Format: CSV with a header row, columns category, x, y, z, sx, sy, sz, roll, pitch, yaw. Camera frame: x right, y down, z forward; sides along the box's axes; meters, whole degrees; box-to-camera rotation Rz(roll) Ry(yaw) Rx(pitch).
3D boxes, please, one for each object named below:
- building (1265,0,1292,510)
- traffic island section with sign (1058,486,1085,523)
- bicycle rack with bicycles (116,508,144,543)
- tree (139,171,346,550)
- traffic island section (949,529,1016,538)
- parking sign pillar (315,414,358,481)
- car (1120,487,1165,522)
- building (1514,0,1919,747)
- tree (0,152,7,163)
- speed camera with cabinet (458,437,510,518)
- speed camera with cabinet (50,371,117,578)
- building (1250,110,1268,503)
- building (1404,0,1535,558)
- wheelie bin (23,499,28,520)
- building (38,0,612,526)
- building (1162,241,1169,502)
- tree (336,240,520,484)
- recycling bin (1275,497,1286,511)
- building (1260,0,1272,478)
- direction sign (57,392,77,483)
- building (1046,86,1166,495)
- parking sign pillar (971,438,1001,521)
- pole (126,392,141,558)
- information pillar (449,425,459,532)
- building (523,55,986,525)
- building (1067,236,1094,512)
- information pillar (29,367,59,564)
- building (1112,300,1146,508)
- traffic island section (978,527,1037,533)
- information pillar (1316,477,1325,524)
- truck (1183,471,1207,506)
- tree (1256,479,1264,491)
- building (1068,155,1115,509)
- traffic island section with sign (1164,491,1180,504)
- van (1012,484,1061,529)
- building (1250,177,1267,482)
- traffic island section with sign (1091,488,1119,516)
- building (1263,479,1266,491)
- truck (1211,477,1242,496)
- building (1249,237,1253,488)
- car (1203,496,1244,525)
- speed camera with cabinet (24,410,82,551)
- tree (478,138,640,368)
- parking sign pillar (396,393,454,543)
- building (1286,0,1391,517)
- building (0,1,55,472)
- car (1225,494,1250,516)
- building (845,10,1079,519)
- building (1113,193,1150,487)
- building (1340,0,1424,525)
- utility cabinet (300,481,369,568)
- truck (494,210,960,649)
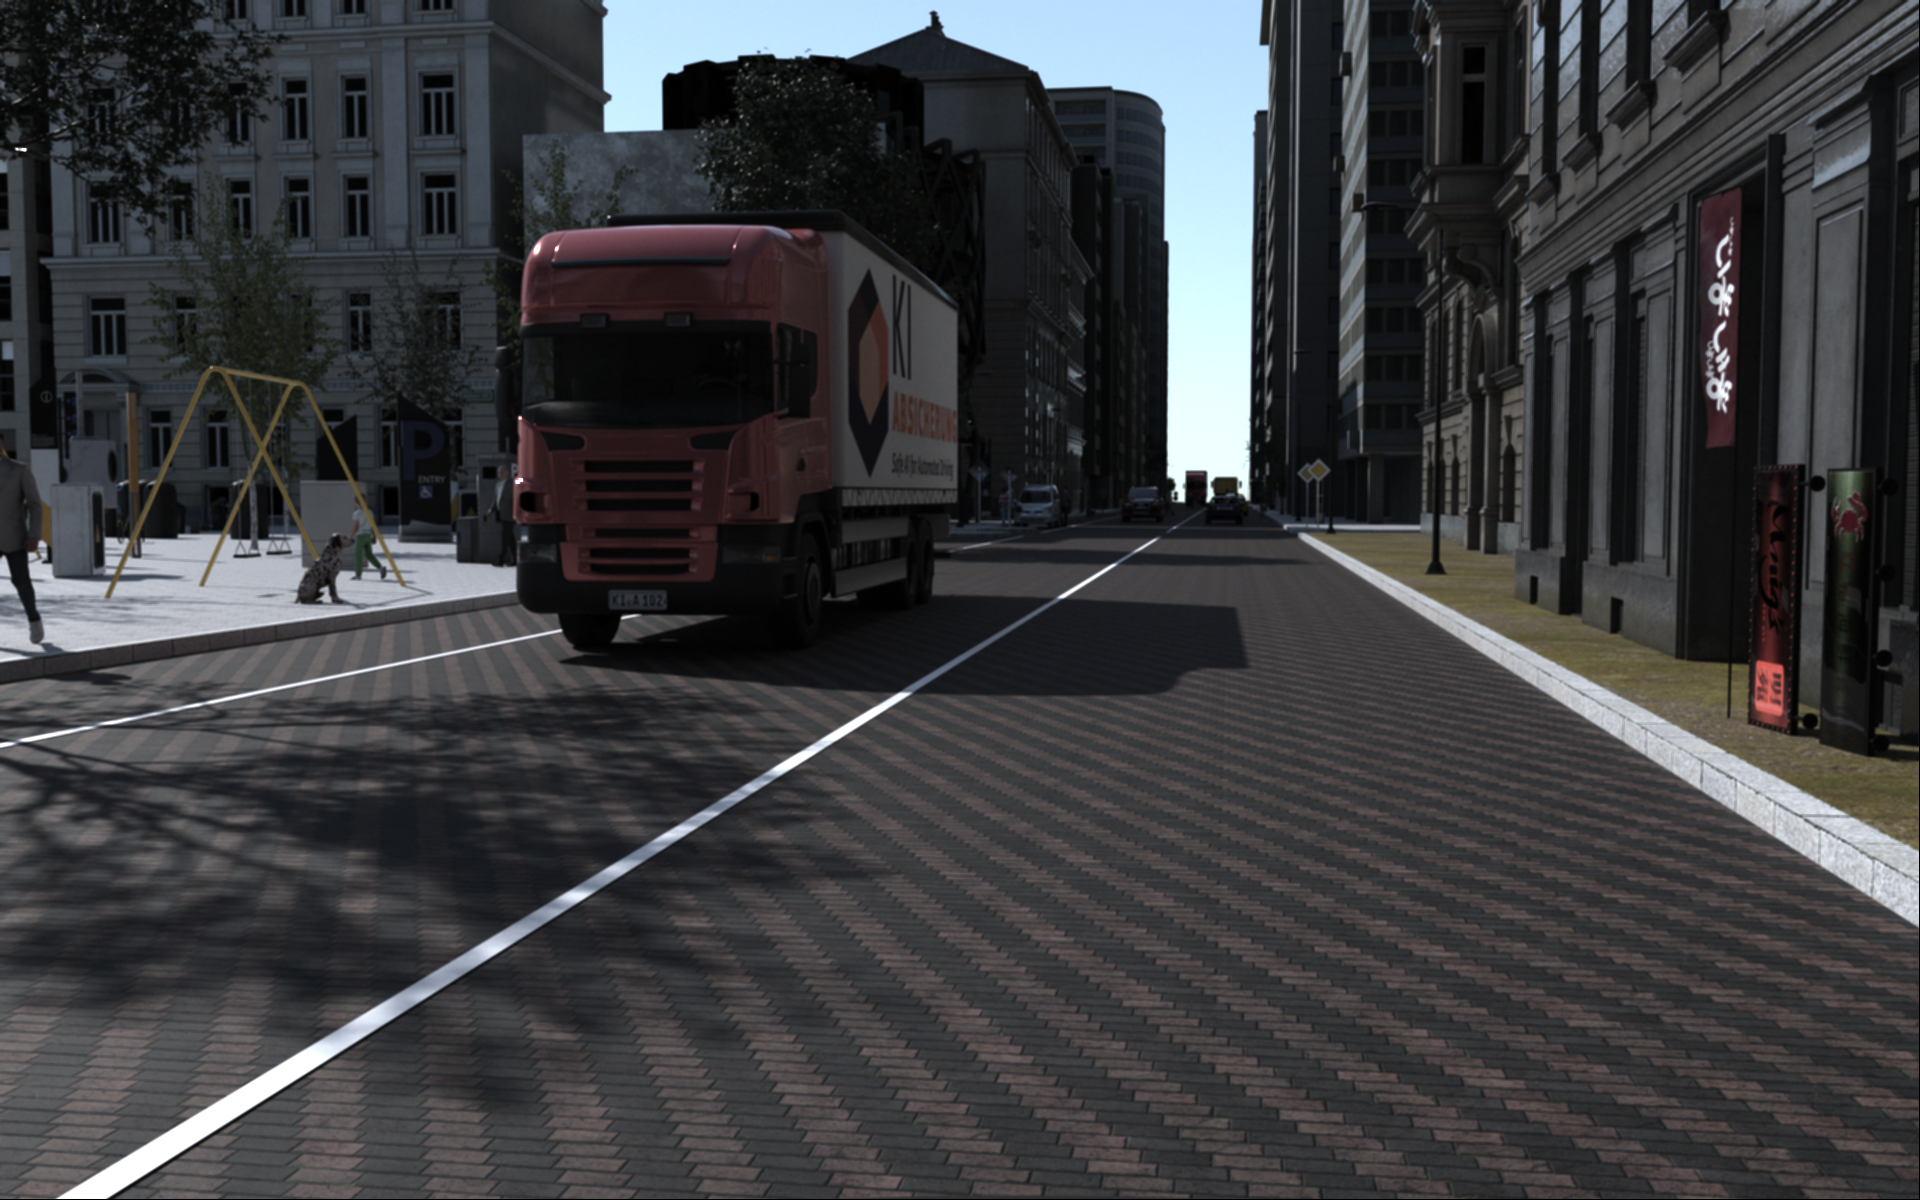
category,x,y,z,sx,sy,sz,roll,pitch,yaw
building,37.579,-32.139,149.176,21.300,48.544,21.600,1,4,9
traffic island section with sign,5.362,-4.871,88.264,1.989,1.847,2.006,1,4,9
bicycle rack with bicycles,-22.436,-1.936,45.031,2.852,0.926,2.925,-1,4,-20
tree,-16.305,-5.455,39.553,4.737,8.622,4.395,0,3,0
traffic island section,0.612,-2.169,57.739,2.009,0.180,2.903,1,4,9
parking sign pillar,-21.022,-4.278,58.416,1.447,3.967,1.447,-2,4,-33
car,9.464,-4.943,89.486,2.281,1.827,5.304,1,4,8
building,10.071,-9.907,11.125,9.793,20.994,18.267,1,4,9
tree,-15.596,-4.467,23.395,4.360,8.622,3.978,0,3,0
speed camera with cabinet,-16.311,-4.006,59.827,2.038,3.252,0.660,-1,4,-13
speed camera with cabinet,-13.808,-2.018,27.326,0.660,3.252,2.038,-1,4,-15
building,55.222,-44.182,264.378,21.231,58.520,28.212,1,4,9
building,17.163,-13.325,36.956,14.460,24.649,34.723,1,4,9
wheelie bin,-21.576,-1.914,39.208,0.980,1.594,0.693,1,4,18
building,-26.890,-17.715,75.550,20.117,28.700,13.634,1,4,9
building,25.489,-36.055,273.087,14.154,41.232,14.086,1,4,9
tree,-15.478,-6.084,49.828,4.360,8.622,3.978,0,3,0
recycling bin,24.177,-7.210,130.441,0.722,1.027,0.722,0,4,-8
building,44.443,-35.691,172.779,28.713,52.752,27.495,1,4,9
direction sign,-19.929,-2.839,38.414,0.876,3.537,0.379,-3,5,-40
building,18.544,-43.406,251.688,21.231,58.520,28.212,1,4,9
parking sign pillar,1.268,-5.803,83.357,1.447,3.967,1.447,0,4,3
pole,-16.574,-2.501,34.732,0.158,3.312,0.155,0,3,0
information pillar,-17.110,-4.111,58.575,0.183,3.616,0.504,-3,5,-41
building,-7.498,-12.684,74.841,16.820,18.784,16.811,1,4,9
building,3.008,-17.633,124.457,11.583,22.565,21.152,1,4,9
information pillar,-16.858,-2.482,31.941,0.504,3.616,0.183,0,4,1
building,6.728,-21.650,199.011,27.650,21.520,28.899,1,4,9
traffic island section,1.839,-2.651,65.630,2.009,0.180,2.903,1,4,9
information pillar,15.472,-4.275,74.383,0.304,2.012,0.304,2,4,27
truck,28.705,-13.550,210.451,2.839,4.237,11.283,1,4,9
tree,38.615,-13.888,221.666,1.663,3.219,1.824,0,3,0
building,5.664,-23.015,147.992,14.160,30.474,14.107,1,4,9
traffic island section with sign,29.811,-14.487,245.486,1.989,1.847,2.006,1,4,9
van,3.280,-4.045,73.140,2.013,2.044,4.112,1,4,9
building,51.833,-37.673,235.563,23.786,49.044,30.456,1,4,9
traffic island section with sign,9.509,-6.500,114.899,1.989,1.847,2.006,1,4,9
building,51.321,-30.983,198.449,32.217,40.220,23.993,1,4,9
truck,29.876,-12.154,194.641,3.469,3.379,9.791,1,4,9
building,55.166,-38.936,286.707,14.600,45.320,14.200,1,4,9
car,12.621,-4.299,82.874,1.945,1.354,3.894,0,4,7
speed camera with cabinet,-22.337,-2.883,41.477,2.038,3.252,0.660,-1,4,-13
tree,-7.831,-5.243,36.085,4.737,8.622,4.395,0,3,0
parking sign pillar,-14.296,-3.531,46.201,1.447,3.967,1.447,-2,4,-26
building,31.314,-34.610,107.869,21.231,58.520,28.212,1,4,9
building,-53.563,-17.020,82.795,34.151,26.468,19.350,1,4,9
car,18.089,-6.359,114.193,2.015,1.641,3.980,0,4,8
building,-0.409,-18.534,100.302,12.463,27.353,25.104,1,4,9
building,17.795,-33.439,230.318,14.154,41.232,14.086,1,4,9
building,29.147,-23.472,75.653,23.993,40.220,32.217,1,4,9
utility cabinet,-10.717,-1.285,29.685,1.173,1.500,0.318,1,4,21
truck,-2.029,-1.873,19.534,2.839,4.237,11.283,1,4,8
